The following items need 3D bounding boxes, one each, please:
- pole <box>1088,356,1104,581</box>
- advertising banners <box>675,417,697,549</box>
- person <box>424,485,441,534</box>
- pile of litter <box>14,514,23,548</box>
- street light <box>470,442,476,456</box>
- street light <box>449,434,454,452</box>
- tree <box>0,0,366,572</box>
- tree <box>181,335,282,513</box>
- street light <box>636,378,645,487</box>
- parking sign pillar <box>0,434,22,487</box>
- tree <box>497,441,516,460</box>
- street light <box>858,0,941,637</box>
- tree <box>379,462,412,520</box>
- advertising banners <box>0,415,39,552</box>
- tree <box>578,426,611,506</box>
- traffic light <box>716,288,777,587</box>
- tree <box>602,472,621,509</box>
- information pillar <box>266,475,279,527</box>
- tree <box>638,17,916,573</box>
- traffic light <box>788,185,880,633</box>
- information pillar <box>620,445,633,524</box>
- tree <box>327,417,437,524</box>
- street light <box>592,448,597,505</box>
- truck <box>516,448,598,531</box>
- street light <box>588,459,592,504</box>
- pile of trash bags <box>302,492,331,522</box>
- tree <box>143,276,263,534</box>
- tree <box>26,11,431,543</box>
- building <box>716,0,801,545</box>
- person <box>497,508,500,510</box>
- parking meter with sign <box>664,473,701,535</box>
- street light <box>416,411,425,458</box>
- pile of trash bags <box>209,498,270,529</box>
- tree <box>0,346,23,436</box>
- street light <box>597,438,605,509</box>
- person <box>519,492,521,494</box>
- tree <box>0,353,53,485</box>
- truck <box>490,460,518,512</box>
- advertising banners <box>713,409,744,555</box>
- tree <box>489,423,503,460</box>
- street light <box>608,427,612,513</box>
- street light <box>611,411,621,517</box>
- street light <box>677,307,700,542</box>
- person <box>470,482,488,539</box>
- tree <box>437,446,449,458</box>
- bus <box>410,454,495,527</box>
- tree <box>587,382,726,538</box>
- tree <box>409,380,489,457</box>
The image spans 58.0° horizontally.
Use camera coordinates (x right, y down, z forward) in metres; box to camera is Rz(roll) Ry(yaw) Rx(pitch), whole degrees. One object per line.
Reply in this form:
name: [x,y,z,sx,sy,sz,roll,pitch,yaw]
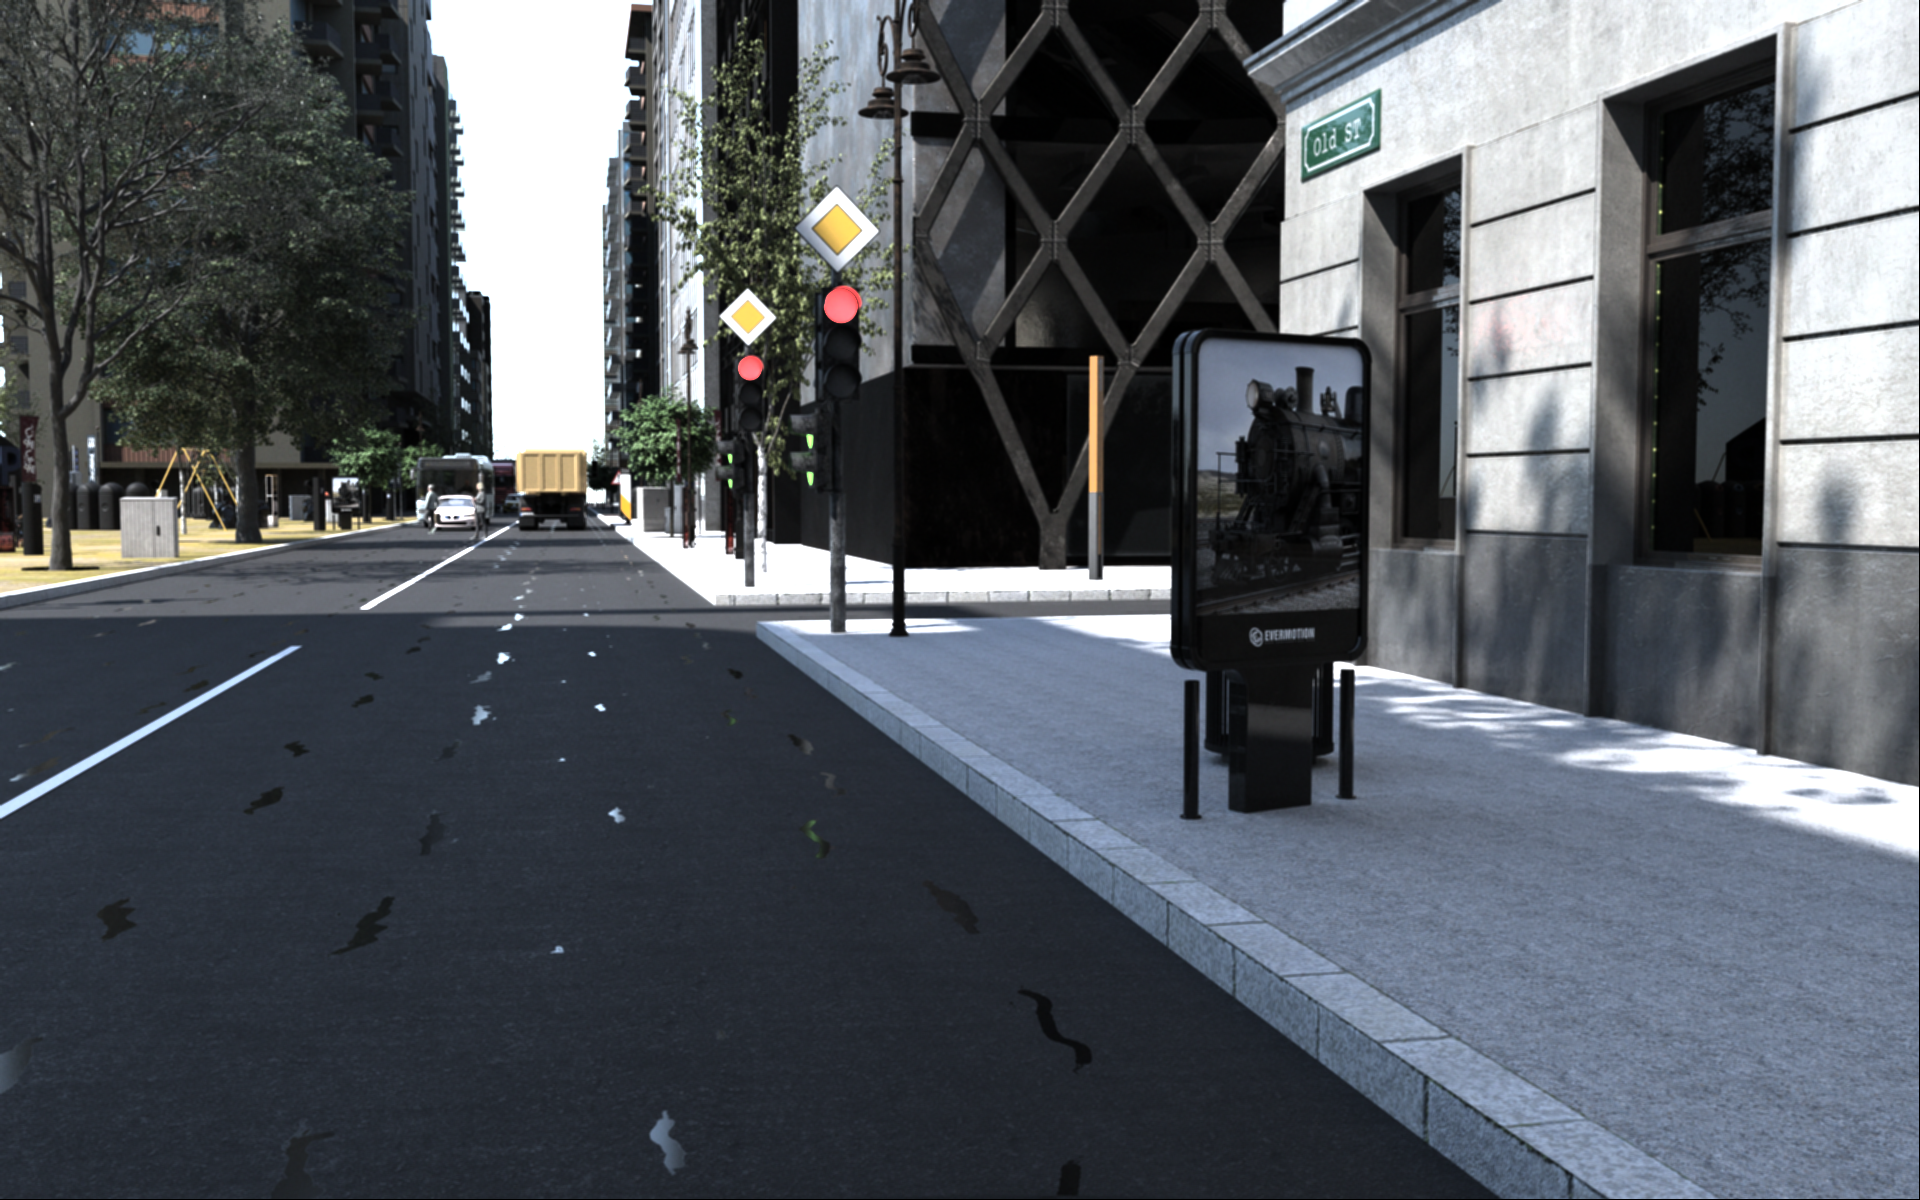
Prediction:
pole: [2.021,-1.947,25.676,0.158,3.312,0.155,0,3,0]
advertising banners: [-6.441,-2.720,40.655,0.090,3.025,2.074,0,4,3]
person: [-19.120,-3.297,62.888,0.515,1.767,0.782,1,4,16]
pile of litter: [-22.894,-1.704,41.824,1.176,0.858,1.719,0,4,0]
street light: [-42.200,-10.840,150.021,0.468,5.910,1.993,-1,4,-13]
street light: [-36.052,-9.190,123.042,0.468,5.910,1.993,-1,4,-13]
tree: [-15.024,-7.247,28.863,12.009,13.543,11.850,0,3,0]
tree: [-30.157,-7.447,72.122,4.737,8.622,4.395,0,3,0]
street light: [-12.742,-5.898,69.227,0.468,5.910,1.993,-1,4,-13]
parking sign pillar: [-38.860,-5.033,70.761,1.447,3.967,1.447,1,4,18]
tree: [-63.126,-17.864,242.437,4.737,8.622,4.395,0,3,0]
street light: [-0.553,-2.612,15.491,0.468,5.910,1.993,-1,4,-13]
tree: [-28.051,-5.570,85.668,1.663,3.219,1.824,0,3,0]
advertising banners: [-21.055,-2.562,38.073,0.090,3.025,2.074,1,4,19]
tree: [-38.419,-14.154,181.786,4.737,8.622,4.395,0,3,0]
traffic light: [-2.916,-2.129,23.734,0.839,4.253,0.868,-1,4,-13]
tree: [-29.467,-9.371,147.810,1.663,3.219,1.824,0,3,0]
information pillar: [-26.522,-3.810,66.785,0.304,2.012,0.304,1,4,17]
tree: [-2.973,-4.743,27.912,4.737,8.622,4.395,0,3,0]
traffic light: [-1.150,-1.653,15.946,0.839,4.253,0.868,-1,4,-13]
information pillar: [-14.168,-5.024,73.504,0.504,3.616,0.183,1,4,22]
tree: [-25.422,-5.539,74.280,4.285,4.588,4.351,0,3,0]
street light: [-35.898,-12.144,171.344,0.468,5.910,1.993,-1,4,-13]
truck: [-16.739,-4.622,71.490,3.469,3.379,9.791,-1,4,-11]
street light: [-42.245,-13.842,199.098,0.468,5.910,1.993,-1,4,-13]
pile of trash bags: [-30.145,-4.423,82.066,1.912,1.369,3.447,-1,4,-18]
tree: [-24.657,-6.419,55.310,4.360,8.622,3.978,0,3,0]
tree: [-18.961,-8.490,45.460,9.857,13.997,8.962,0,3,0]
building: [-0.458,-13.617,52.308,12.332,23.373,15.834,-1,4,-13]
person: [-42.591,-9.241,159.675,0.705,1.814,1.350,0,3,0]
parking meter with sign: [-8.753,-3.589,54.938,0.543,3.016,1.738,-3,5,-45]
street light: [-29.968,-7.557,96.352,0.468,5.910,1.993,-1,4,-13]
pile of trash bags: [-26.546,-3.322,64.073,1.912,1.369,3.447,-2,4,-33]
tree: [-43.979,-7.662,75.631,4.737,8.622,4.395,0,3,0]
street light: [-29.664,-10.468,143.935,0.468,5.910,1.993,-1,4,-13]
person: [-56.898,-13.163,223.845,1.348,1.807,0.705,1,4,18]
tree: [-47.726,-8.347,86.835,4.360,8.622,3.978,0,3,0]
truck: [-37.784,-9.409,142.751,2.839,4.237,11.283,-1,4,-13]
advertising banners: [-4.877,-2.477,36.687,0.090,3.025,2.074,1,4,11]
tree: [-46.961,-13.437,170.064,4.360,8.622,3.978,0,3,0]
street light: [-23.491,-8.805,116.753,0.468,5.910,1.993,-1,4,-13]
street light: [-18.881,-7.535,95.988,0.468,5.910,1.993,-1,4,-13]
street light: [-6.694,-4.282,42.806,0.468,5.910,1.993,-1,4,-13]
person: [-15.218,-2.822,54.831,0.526,1.800,0.537,-2,4,-28]
tree: [-31.235,-7.181,101.125,4.285,4.588,4.351,0,3,0]
bus: [-22.832,-5.127,78.678,2.948,3.499,13.247,-1,4,-12]
tree: [-8.548,-4.102,50.782,4.285,4.588,4.351,0,3,0]
tree: [-33.482,-9.918,112.515,4.360,8.622,3.978,0,3,0]
